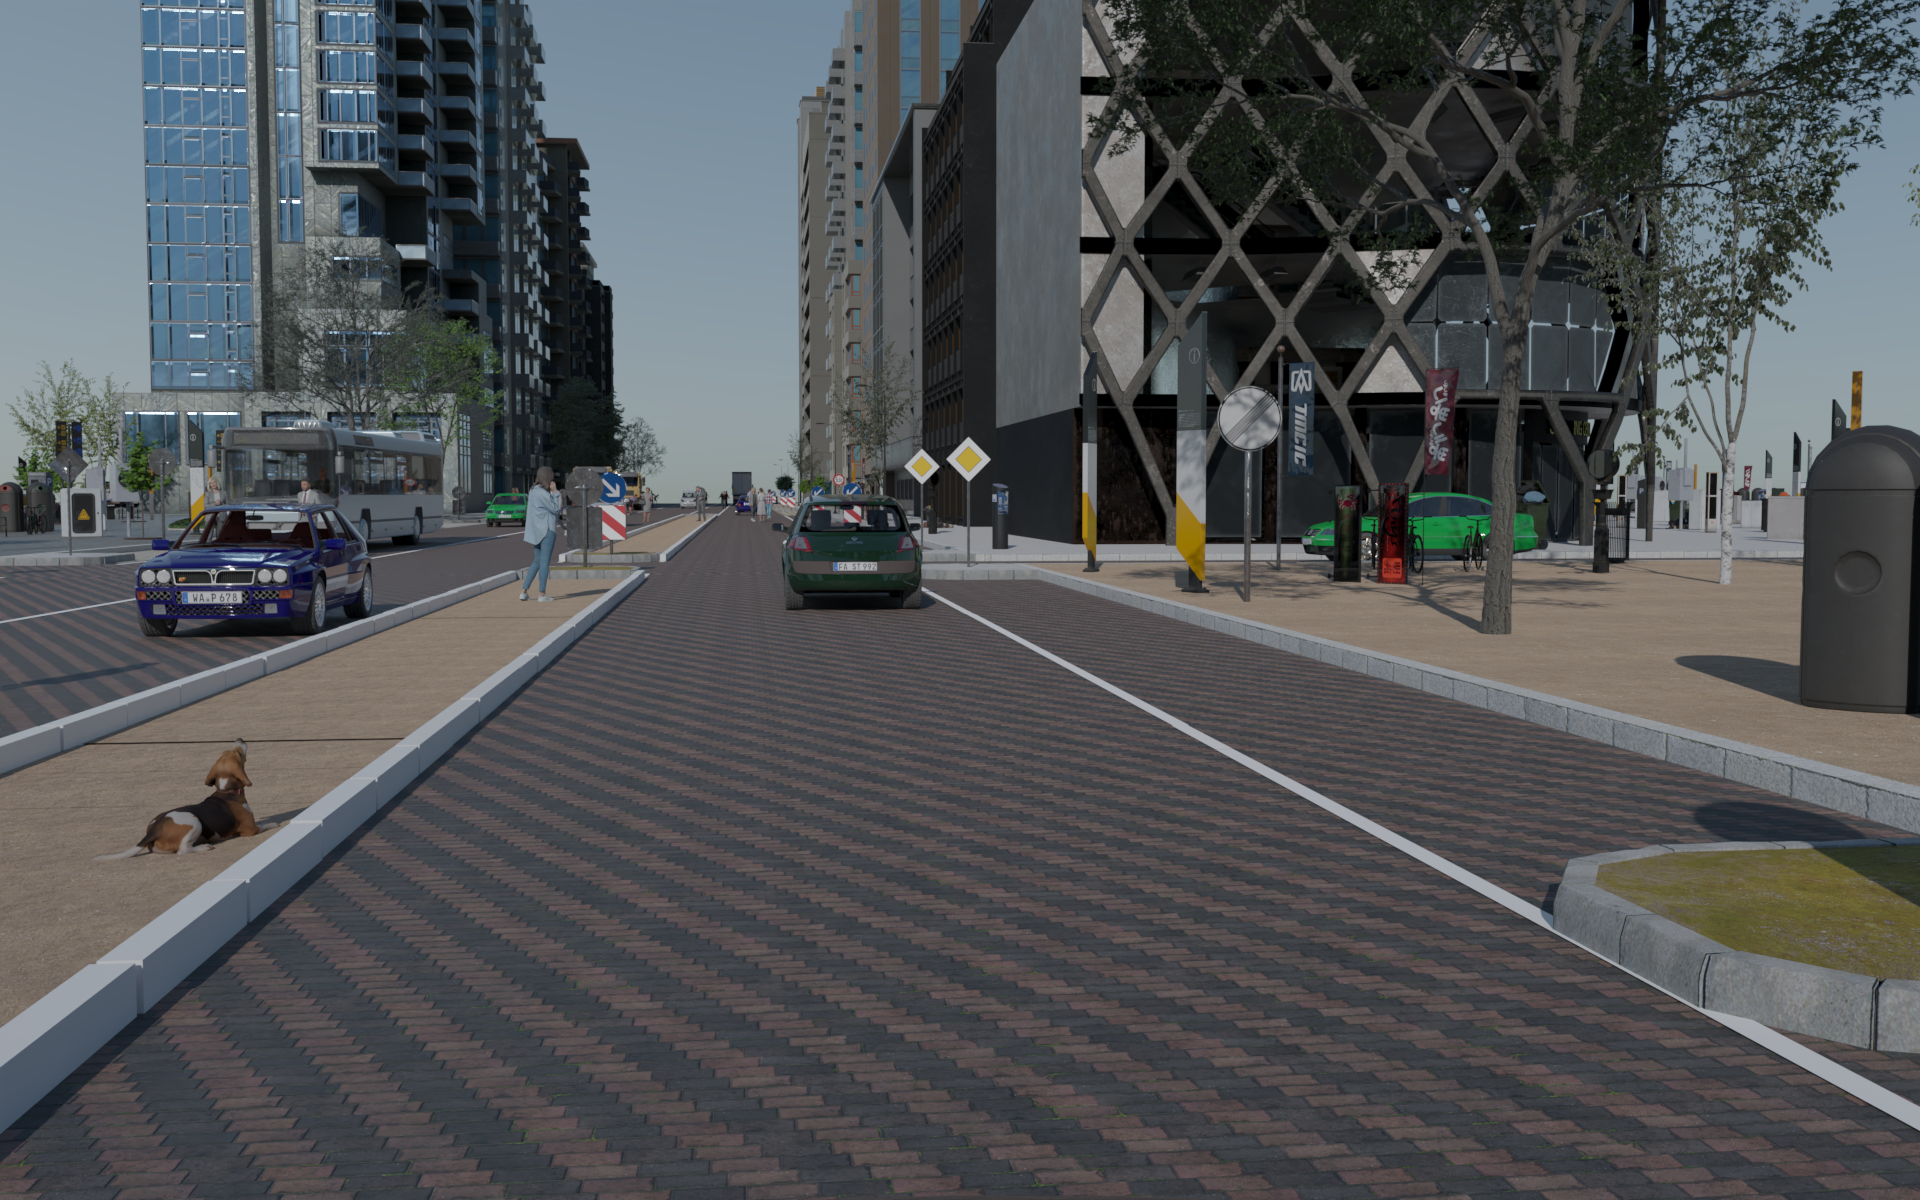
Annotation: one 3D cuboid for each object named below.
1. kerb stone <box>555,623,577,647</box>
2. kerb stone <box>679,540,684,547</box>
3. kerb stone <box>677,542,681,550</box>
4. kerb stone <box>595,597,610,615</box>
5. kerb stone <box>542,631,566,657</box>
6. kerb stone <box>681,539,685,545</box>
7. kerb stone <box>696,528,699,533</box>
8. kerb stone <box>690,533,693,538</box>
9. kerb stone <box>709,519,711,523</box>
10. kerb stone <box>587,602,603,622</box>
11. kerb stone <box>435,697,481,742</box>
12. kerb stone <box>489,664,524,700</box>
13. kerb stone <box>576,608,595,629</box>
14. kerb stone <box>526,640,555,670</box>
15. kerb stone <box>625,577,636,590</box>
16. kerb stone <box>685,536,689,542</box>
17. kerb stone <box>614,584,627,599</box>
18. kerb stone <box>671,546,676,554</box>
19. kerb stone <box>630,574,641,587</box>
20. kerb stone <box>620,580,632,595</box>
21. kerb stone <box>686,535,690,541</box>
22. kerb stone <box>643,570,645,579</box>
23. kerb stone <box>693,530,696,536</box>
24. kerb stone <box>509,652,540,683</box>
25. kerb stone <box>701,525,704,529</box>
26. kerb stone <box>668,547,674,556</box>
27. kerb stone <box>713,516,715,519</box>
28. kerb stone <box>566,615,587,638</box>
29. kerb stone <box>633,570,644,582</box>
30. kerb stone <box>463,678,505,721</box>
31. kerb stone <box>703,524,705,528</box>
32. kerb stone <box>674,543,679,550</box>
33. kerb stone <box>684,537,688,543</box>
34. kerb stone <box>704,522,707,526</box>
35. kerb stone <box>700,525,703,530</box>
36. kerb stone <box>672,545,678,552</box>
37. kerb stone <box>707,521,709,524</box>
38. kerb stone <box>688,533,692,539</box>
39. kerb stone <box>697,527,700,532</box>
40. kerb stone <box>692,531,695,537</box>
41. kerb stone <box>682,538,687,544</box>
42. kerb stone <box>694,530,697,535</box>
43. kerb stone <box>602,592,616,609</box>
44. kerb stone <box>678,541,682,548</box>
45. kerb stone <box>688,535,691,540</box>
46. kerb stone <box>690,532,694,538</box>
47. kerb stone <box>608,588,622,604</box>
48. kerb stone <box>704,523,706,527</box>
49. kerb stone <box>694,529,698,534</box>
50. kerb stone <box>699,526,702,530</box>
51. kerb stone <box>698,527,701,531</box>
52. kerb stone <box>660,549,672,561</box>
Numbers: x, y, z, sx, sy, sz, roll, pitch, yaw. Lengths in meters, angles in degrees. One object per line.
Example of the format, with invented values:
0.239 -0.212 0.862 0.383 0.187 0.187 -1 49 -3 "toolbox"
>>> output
-3.780 0.354 16.471 0.120 0.150 1.000 0 4 -7 "kerb stone"
-7.394 -1.418 45.474 0.120 0.150 1.000 0 4 -7 "kerb stone"
-7.145 -1.300 43.445 0.120 0.150 1.000 0 4 -7 "kerb stone"
-4.284 0.102 20.550 0.120 0.150 1.000 0 4 -7 "kerb stone"
-3.649 0.412 15.454 0.120 0.150 1.000 0 4 -7 "kerb stone"
-7.526 -1.484 46.487 0.120 0.150 1.000 0 4 -7 "kerb stone"
-9.173 -2.294 59.709 0.120 0.150 1.000 0 4 -7 "kerb stone"
-8.414 -1.921 53.611 0.120 0.150 1.000 0 4 -7 "kerb stone"
-11.849 -3.602 81.094 0.120 0.150 1.000 0 4 -7 "kerb stone"
-4.156 0.163 19.536 0.120 0.150 1.000 0 4 -7 "kerb stone"
-3.018 0.728 10.365 0.120 0.150 1.000 0 4 -7 "kerb stone"
-3.269 0.601 12.400 0.120 0.150 1.000 0 4 -7 "kerb stone"
-4.035 0.226 18.521 0.120 0.150 1.000 0 4 -7 "kerb stone"
-3.517 0.475 14.437 0.120 0.150 1.000 0 4 -7 "kerb stone"
-4.919 -0.210 25.634 0.120 0.150 1.000 0 4 -7 "kerb stone"
-7.908 -1.672 49.538 0.120 0.150 1.000 0 4 -7 "kerb stone"
-4.662 -0.086 23.598 0.120 0.150 1.000 0 4 -7 "kerb stone"
-6.761 -1.110 40.388 0.120 0.150 1.000 0 4 -7 "kerb stone"
-5.044 -0.268 26.655 0.120 0.150 1.000 0 4 -7 "kerb stone"
-4.792 -0.148 24.619 0.120 0.150 1.000 0 4 -7 "kerb stone"
-8.038 -1.735 50.556 0.120 0.150 1.000 0 4 -7 "kerb stone"
-5.309 -0.397 28.682 0.120 0.150 1.000 0 4 -7 "kerb stone"
-8.792 -2.108 56.655 0.120 0.150 1.000 0 4 -7 "kerb stone"
-3.399 0.545 13.422 0.120 0.150 1.000 0 4 -7 "kerb stone"
-10.065 -2.730 66.827 0.120 0.150 1.000 0 4 -7 "kerb stone"
-6.637 -1.048 39.367 0.120 0.150 1.000 0 4 -7 "kerb stone"
-13.250 -4.285 92.265 0.120 0.150 1.000 0 4 -7 "kerb stone"
-3.901 0.287 17.497 0.120 0.150 1.000 0 4 -7 "kerb stone"
-5.175 -0.335 27.669 0.120 0.150 1.000 0 4 -7 "kerb stone"
-3.140 0.661 11.386 0.120 0.150 1.000 0 4 -7 "kerb stone"
-10.326 -2.852 68.866 0.120 0.150 1.000 0 4 -7 "kerb stone"
-7.029 -1.233 42.427 0.120 0.150 1.000 0 4 -7 "kerb stone"
-7.781 -1.607 48.515 0.120 0.150 1.000 0 4 -7 "kerb stone"
-10.700 -3.041 71.919 0.120 0.150 1.000 0 4 -7 "kerb stone"
-9.941 -2.666 65.813 0.120 0.150 1.000 0 4 -7 "kerb stone"
-6.894 -1.172 41.408 0.120 0.150 1.000 0 4 -7 "kerb stone"
-11.208 -3.288 75.986 0.120 0.150 1.000 0 4 -7 "kerb stone"
-8.293 -1.859 52.584 0.120 0.150 1.000 0 4 -7 "kerb stone"
-9.440 -2.419 61.746 0.120 0.150 1.000 0 4 -7 "kerb stone"
-8.665 -2.046 55.641 0.120 0.150 1.000 0 4 -7 "kerb stone"
-7.646 -1.548 47.502 0.120 0.150 1.000 0 4 -7 "kerb stone"
-8.919 -2.170 57.672 0.120 0.150 1.000 0 4 -7 "kerb stone"
-4.409 0.039 21.564 0.120 0.150 1.000 0 4 -7 "kerb stone"
-7.269 -1.361 44.459 0.120 0.150 1.000 0 4 -7 "kerb stone"
-8.162 -1.788 51.571 0.120 0.150 1.000 0 4 -7 "kerb stone"
-8.547 -1.980 54.625 0.120 0.150 1.000 0 4 -7 "kerb stone"
-4.541 -0.024 22.582 0.120 0.150 1.000 0 4 -7 "kerb stone"
-10.578 -2.979 70.899 0.120 0.150 1.000 0 4 -7 "kerb stone"
-9.049 -2.229 58.695 0.120 0.150 1.000 0 4 -7 "kerb stone"
-9.683 -2.543 63.781 0.120 0.150 1.000 0 4 -7 "kerb stone"
-9.559 -2.481 62.765 0.120 0.150 1.000 0 4 -7 "kerb stone"
-6.505 -0.988 38.350 0.120 0.150 1.000 0 4 -7 "kerb stone"
